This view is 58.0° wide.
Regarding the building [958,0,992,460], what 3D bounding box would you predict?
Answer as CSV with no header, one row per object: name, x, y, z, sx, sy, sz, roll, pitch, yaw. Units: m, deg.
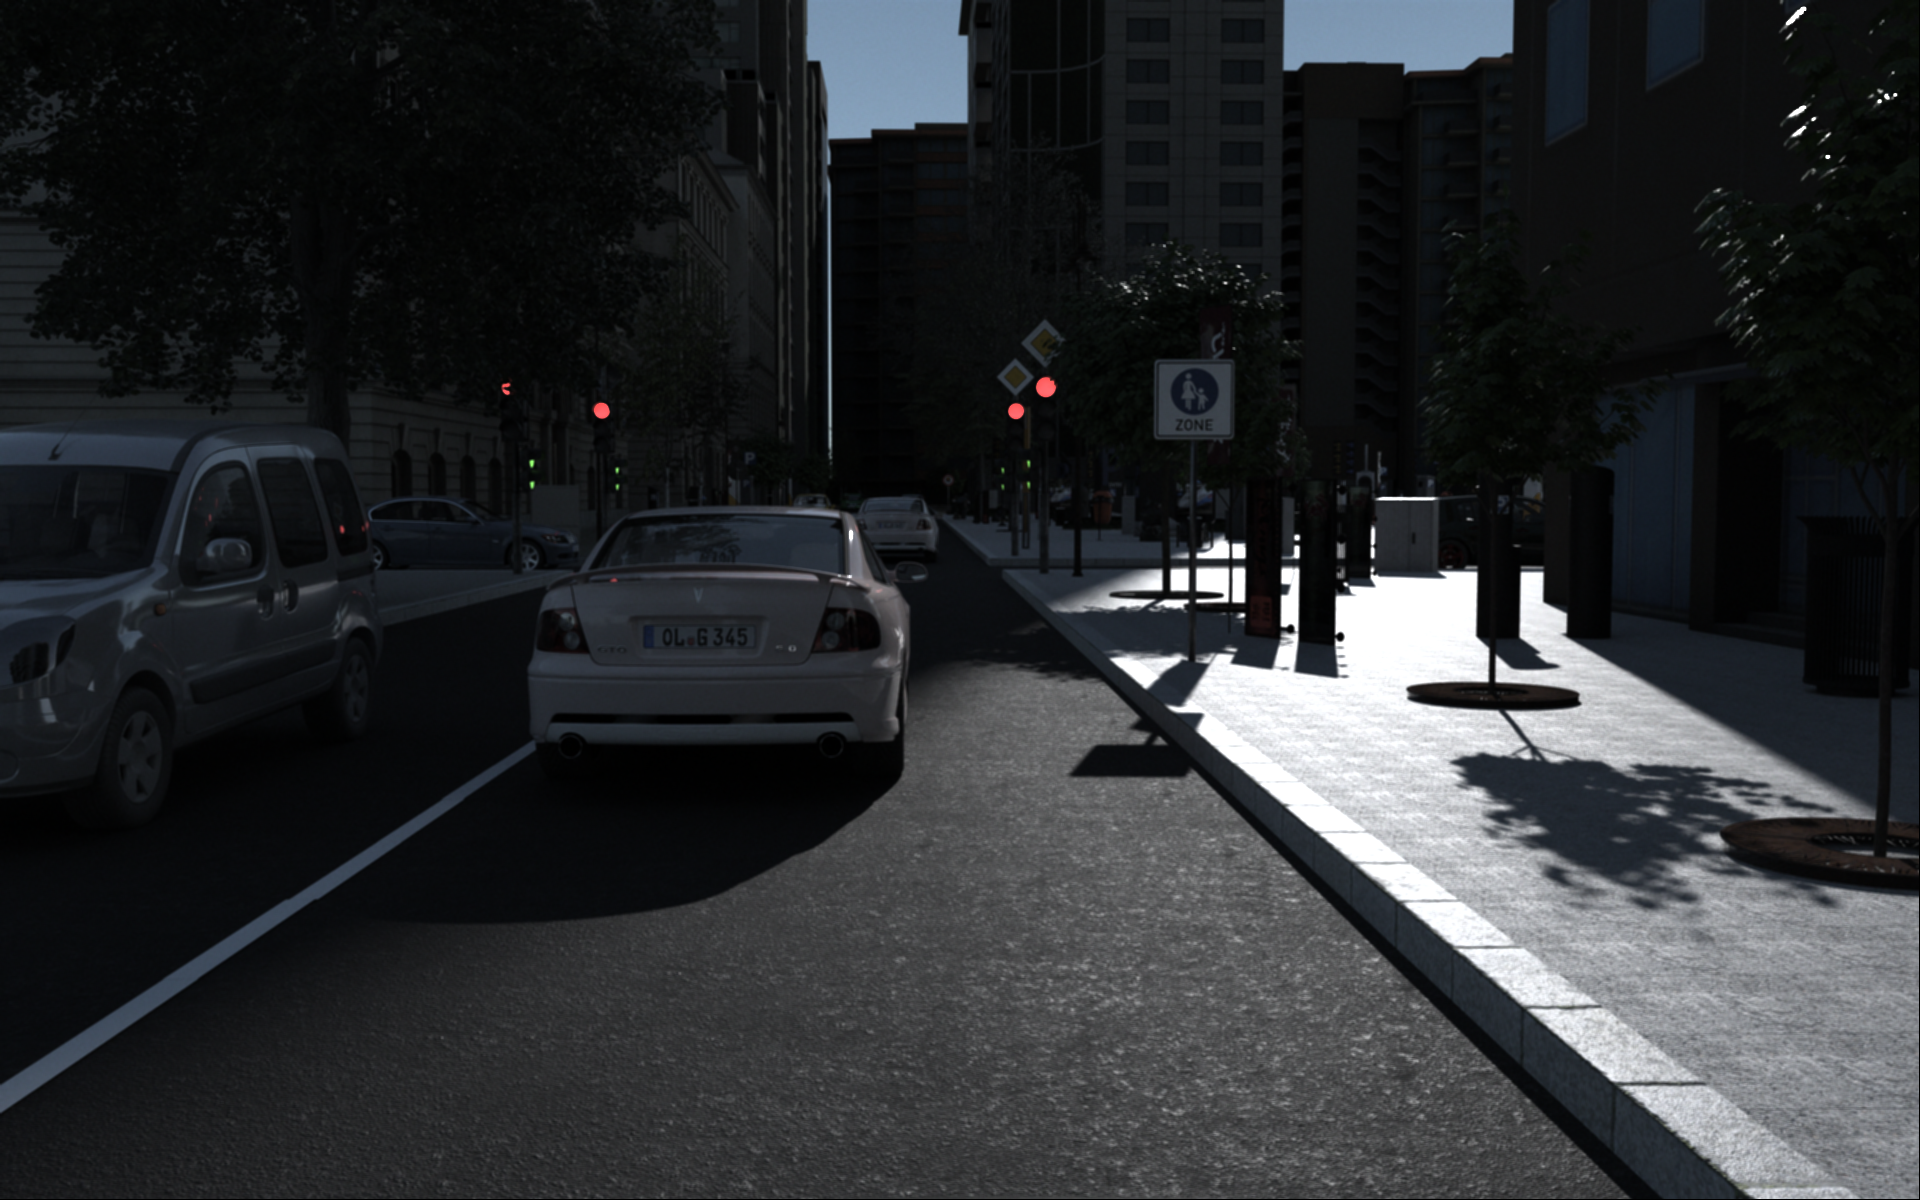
building,14.565,-35.586,171.067,28.713,52.752,27.495,0,4,-2

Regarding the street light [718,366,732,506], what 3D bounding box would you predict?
street light,-8.433,-5.493,62.602,0.468,5.910,1.993,0,4,-2

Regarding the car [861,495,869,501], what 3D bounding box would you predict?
car,-8.962,-8.783,156.182,1.945,1.354,3.894,0,4,-1

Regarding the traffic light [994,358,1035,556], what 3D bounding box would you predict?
traffic light,1.124,-2.870,35.851,0.839,4.253,0.868,0,4,-2

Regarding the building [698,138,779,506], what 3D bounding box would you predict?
building,-15.992,-15.349,100.111,9.793,20.994,18.267,0,4,-2

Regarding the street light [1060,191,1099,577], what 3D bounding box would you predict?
street light,1.834,-3.306,26.841,0.468,5.910,1.993,0,4,-2

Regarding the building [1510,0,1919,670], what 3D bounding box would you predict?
building,13.648,-22.174,12.660,14.600,45.320,14.200,0,4,-2

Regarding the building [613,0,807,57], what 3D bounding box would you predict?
building,-19.003,-27.428,132.041,14.154,41.232,14.086,0,4,-2

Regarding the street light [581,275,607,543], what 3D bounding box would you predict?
street light,-7.686,-3.913,36.758,0.468,5.910,1.993,0,4,-2

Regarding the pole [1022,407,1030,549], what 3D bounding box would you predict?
pole,1.551,-2.858,40.577,0.158,3.312,0.155,0,3,0

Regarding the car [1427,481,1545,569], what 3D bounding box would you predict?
car,9.995,-1.313,31.252,4.222,1.686,2.009,0,3,0

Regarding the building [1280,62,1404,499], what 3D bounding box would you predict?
building,36.111,-32.262,177.600,14.200,45.320,14.600,0,4,-2

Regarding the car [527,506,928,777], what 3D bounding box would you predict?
car,-1.230,0.134,10.163,2.083,1.381,4.827,0,4,-1

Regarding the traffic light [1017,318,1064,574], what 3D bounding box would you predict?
traffic light,1.342,-2.382,27.869,0.839,4.253,0.868,0,4,-2

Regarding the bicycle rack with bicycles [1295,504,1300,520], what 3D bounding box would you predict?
bicycle rack with bicycles,18.274,-4.548,87.737,2.925,0.926,2.852,-2,4,-27

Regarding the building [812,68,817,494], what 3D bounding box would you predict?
building,-20.766,-29.210,161.175,14.154,41.232,14.086,0,4,-2

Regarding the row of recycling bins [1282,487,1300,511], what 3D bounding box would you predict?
row of recycling bins,18.822,-5.840,102.595,3.534,1.692,1.069,0,4,-4

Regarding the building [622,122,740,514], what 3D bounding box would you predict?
building,-16.541,-13.259,81.406,10.561,19.102,19.286,0,4,-2

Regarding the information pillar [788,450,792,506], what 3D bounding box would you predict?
information pillar,-8.959,-6.112,91.287,0.183,3.616,0.504,0,4,5

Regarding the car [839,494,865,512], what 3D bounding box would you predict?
car,-8.031,-7.352,129.008,1.959,1.807,4.718,0,4,-2

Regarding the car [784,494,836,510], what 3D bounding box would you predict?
car,-5.900,-3.575,68.669,2.015,1.641,3.980,0,4,0

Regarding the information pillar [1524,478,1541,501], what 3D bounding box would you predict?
information pillar,13.931,-3.109,42.183,0.183,3.616,0.504,-2,4,-26

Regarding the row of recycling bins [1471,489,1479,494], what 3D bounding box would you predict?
row of recycling bins,26.983,-4.936,87.820,1.069,1.692,3.534,-1,4,-9

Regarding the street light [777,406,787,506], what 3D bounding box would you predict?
street light,-9.176,-7.130,89.369,0.468,5.910,1.993,0,4,-2

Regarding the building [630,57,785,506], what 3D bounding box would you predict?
building,-19.598,-21.197,118.278,14.160,30.474,14.107,0,4,-2

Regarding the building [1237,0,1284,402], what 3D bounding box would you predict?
building,11.213,-42.053,125.817,20.563,71.187,20.611,0,4,-2

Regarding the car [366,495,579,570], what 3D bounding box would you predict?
car,-9.209,-1.190,31.463,4.499,1.417,2.014,0,4,-1

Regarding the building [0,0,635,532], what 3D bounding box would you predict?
building,-18.339,-14.352,53.733,14.460,24.649,34.723,0,4,-2

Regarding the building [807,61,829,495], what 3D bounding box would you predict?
building,-20.891,-32.207,176.689,14.200,45.320,14.600,0,4,-2

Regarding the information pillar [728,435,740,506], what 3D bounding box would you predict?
information pillar,-8.938,-4.720,68.522,0.504,3.616,0.183,-2,4,-30

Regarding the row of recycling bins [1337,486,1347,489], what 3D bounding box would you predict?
row of recycling bins,20.364,-5.158,91.439,1.069,1.692,3.534,-2,4,-35

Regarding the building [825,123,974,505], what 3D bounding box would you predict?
building,-2.796,-33.806,207.345,28.867,44.769,22.147,0,4,-2

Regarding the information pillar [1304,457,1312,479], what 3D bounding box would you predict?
information pillar,21.883,-7.184,108.816,0.504,3.616,0.183,-1,4,-12

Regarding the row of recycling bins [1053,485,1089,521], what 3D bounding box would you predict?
row of recycling bins,5.255,-4.564,81.742,1.069,1.692,3.534,-1,4,-14

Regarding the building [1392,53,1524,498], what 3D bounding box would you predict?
building,57.718,-31.842,175.240,28.867,44.769,22.147,0,4,-2

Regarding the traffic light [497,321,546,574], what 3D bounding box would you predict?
traffic light,-7.066,-2.367,27.624,0.839,4.253,0.868,0,4,-2

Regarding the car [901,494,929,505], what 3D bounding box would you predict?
car,-2.851,-5.593,103.451,2.014,1.417,4.499,0,4,0

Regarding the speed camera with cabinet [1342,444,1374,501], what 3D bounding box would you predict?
speed camera with cabinet,15.438,-4.565,68.976,2.038,3.252,0.660,1,4,17

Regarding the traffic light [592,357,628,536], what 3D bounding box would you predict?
traffic light,-7.284,-2.855,35.606,0.839,4.253,0.868,0,4,-2

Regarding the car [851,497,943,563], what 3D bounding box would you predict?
car,-1.405,-1.545,37.629,2.083,1.381,4.827,0,4,0

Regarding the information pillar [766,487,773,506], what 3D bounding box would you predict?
information pillar,-9.331,-4.910,84.770,0.304,2.012,0.304,-1,4,-16
